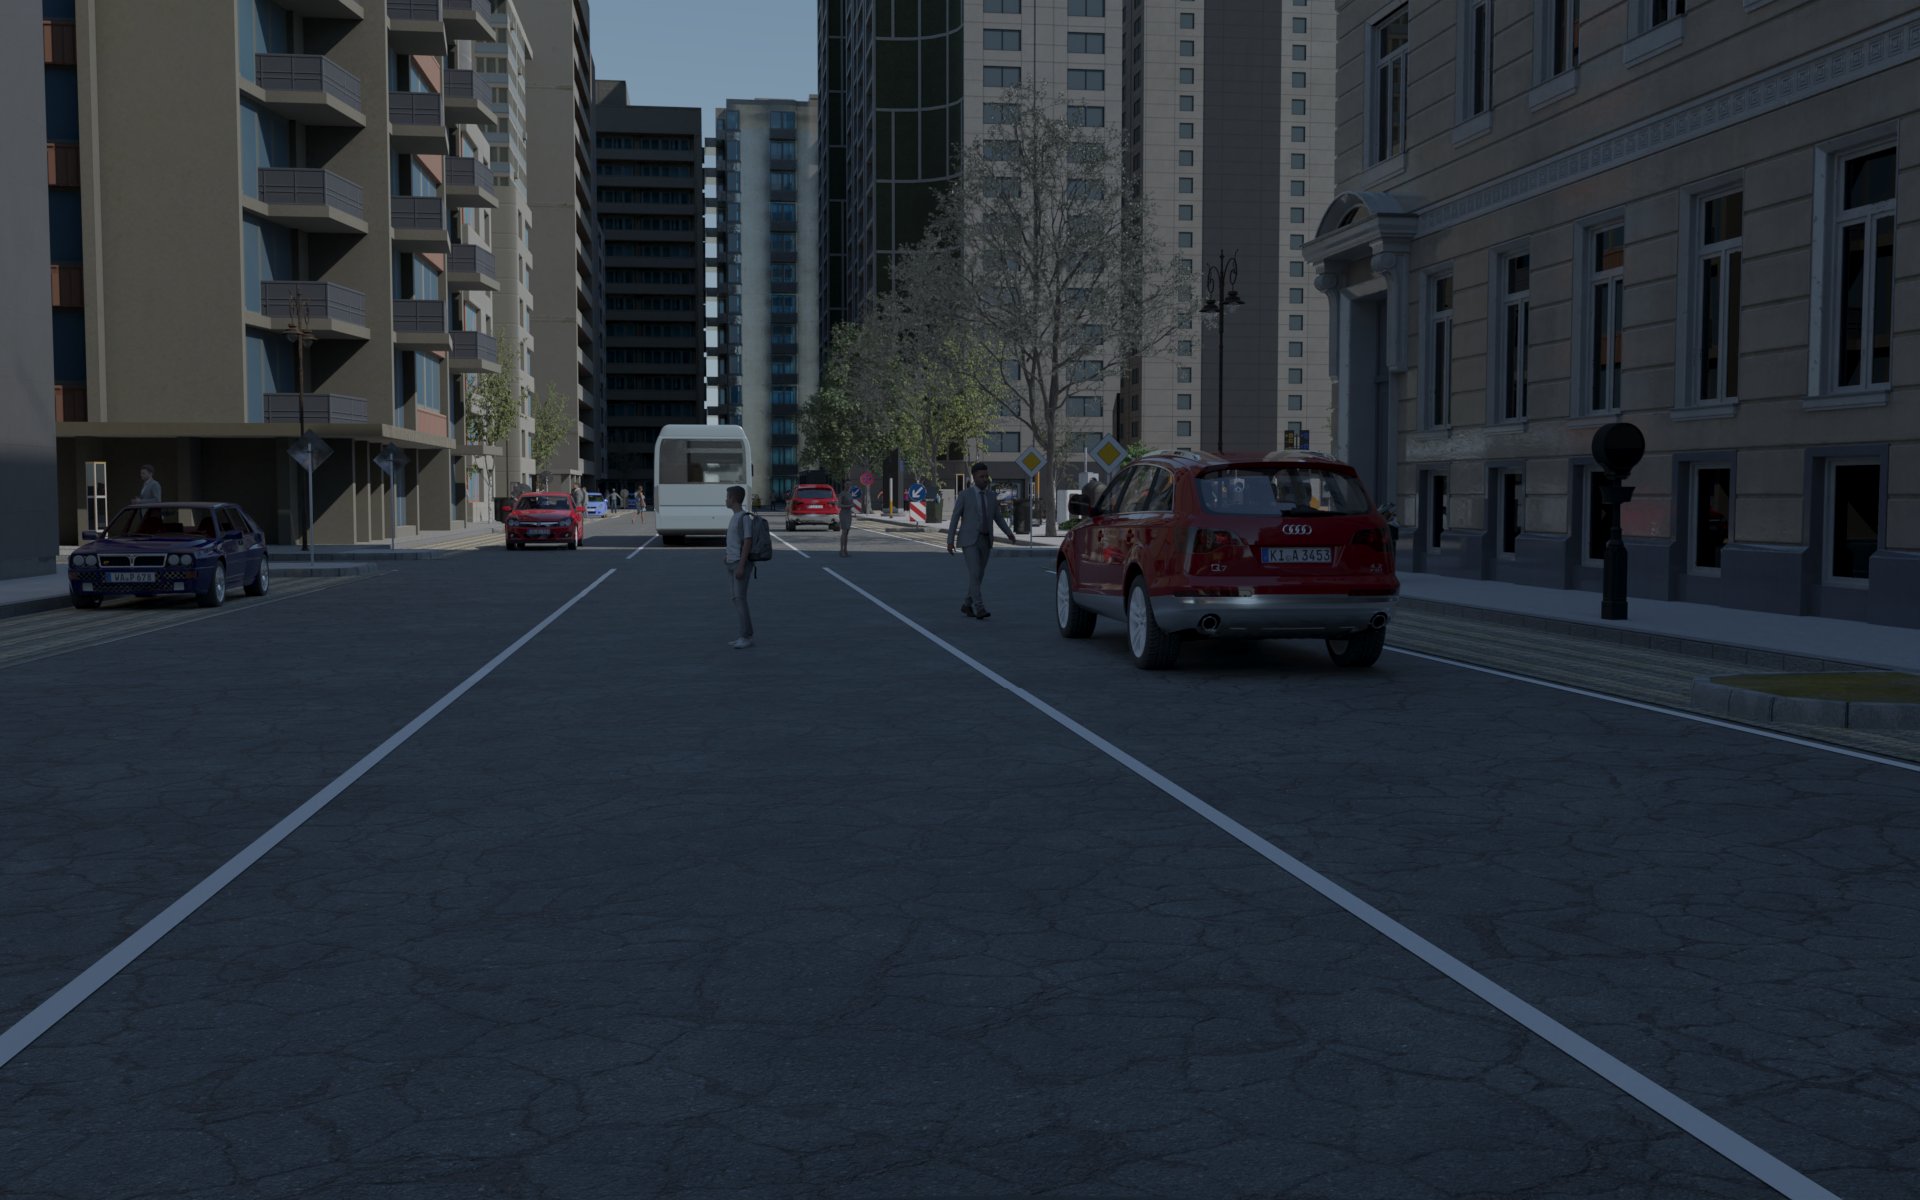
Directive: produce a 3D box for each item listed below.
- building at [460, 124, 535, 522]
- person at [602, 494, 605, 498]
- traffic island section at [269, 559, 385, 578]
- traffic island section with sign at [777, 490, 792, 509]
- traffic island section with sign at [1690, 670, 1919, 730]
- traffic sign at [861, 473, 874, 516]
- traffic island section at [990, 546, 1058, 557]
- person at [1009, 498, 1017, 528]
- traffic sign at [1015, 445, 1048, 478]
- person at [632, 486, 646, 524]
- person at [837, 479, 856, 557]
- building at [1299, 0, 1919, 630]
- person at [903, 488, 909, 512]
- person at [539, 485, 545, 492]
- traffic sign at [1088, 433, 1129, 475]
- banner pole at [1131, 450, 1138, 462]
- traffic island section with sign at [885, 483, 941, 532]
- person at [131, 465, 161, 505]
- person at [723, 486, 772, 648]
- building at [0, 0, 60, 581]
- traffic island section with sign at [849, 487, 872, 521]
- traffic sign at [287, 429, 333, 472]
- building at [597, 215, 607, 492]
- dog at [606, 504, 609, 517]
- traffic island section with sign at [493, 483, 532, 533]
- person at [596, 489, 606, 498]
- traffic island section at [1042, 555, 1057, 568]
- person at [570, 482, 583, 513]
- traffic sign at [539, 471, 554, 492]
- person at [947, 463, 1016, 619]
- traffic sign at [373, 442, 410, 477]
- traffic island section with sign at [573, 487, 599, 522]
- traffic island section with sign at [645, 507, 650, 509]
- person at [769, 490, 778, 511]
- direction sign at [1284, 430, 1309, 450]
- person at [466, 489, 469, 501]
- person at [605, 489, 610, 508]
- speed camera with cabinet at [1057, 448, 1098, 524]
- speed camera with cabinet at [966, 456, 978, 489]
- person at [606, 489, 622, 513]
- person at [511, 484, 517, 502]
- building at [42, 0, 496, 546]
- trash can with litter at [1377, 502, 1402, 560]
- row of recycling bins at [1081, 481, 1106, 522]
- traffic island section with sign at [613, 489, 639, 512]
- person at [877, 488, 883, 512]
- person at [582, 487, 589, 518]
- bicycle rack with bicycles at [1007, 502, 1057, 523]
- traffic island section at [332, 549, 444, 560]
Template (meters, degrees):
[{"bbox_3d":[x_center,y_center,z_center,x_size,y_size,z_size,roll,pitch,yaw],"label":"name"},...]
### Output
[{"bbox_3d":[-37.836,-14.995,90.207,27.650,21.520,28.899,-1,4,-8],"label":"building"},{"bbox_3d":[-40.070,-11.161,194.214,0.421,1.427,0.697,0,4,-5],"label":"person"},{"bbox_3d":[-11.621,-0.532,30.981,2.009,0.180,2.903,-1,4,-8],"label":"traffic island section"},{"bbox_3d":[-16.893,-9.846,169.612,1.989,1.847,2.006,-1,4,-8],"label":"traffic island section with sign"},{"bbox_3d":[5.996,-0.169,11.395,1.989,1.847,2.006,-1,4,-8],"label":"traffic island section with sign"},{"bbox_3d":[-5.497,-6.259,102.444,0.768,2.556,0.104,0,4,-5],"label":"traffic sign"},{"bbox_3d":[1.726,-1.143,40.968,2.009,0.180,2.903,-1,4,-8],"label":"traffic island section"},{"bbox_3d":[2.260,-3.335,66.061,0.738,1.151,1.012,3,4,38],"label":"person"},{"bbox_3d":[1.704,-2.366,40.882,0.795,2.593,0.064,-1,4,-8],"label":"traffic sign"},{"bbox_3d":[-15.455,-4.587,83.591,0.778,1.811,0.616,-3,5,-44],"label":"person"},{"bbox_3d":[-2.588,-1.885,39.659,0.374,1.781,0.599,2,4,29],"label":"person"},{"bbox_3d":[14.313,-14.479,22.642,13.634,28.700,20.117,-1,4,-8],"label":"building"},{"bbox_3d":[-3.966,-7.324,126.466,1.217,1.739,0.721,1,4,9],"label":"person"},{"bbox_3d":[-17.088,-3.799,70.793,0.419,1.800,0.721,-2,4,-24],"label":"person"},{"bbox_3d":[2.848,-1.883,32.979,0.795,2.593,0.064,-1,4,-8],"label":"traffic sign"},{"bbox_3d":[10.018,-6.677,99.182,0.401,3.779,0.863,-2,4,-27],"label":"banner pole"},{"bbox_3d":[-1.797,-3.467,65.315,1.989,1.847,2.006,-1,4,-8],"label":"traffic island section with sign"},{"bbox_3d":[-14.428,-1.493,30.653,0.606,1.804,0.583,3,5,40],"label":"person"},{"bbox_3d":[-2.054,-0.317,16.287,0.503,1.515,0.523,3,4,37],"label":"person"},{"bbox_3d":[-25.499,-13.853,19.996,24.014,27.812,14.314,-1,4,-8],"label":"building"},{"bbox_3d":[-5.774,-5.150,92.830,1.989,1.847,2.006,-1,4,-8],"label":"traffic island section with sign"},{"bbox_3d":[-11.599,-1.757,30.917,0.795,2.593,0.064,-1,4,-8],"label":"traffic sign"},{"bbox_3d":[-43.775,-24.888,178.625,14.107,30.474,14.160,-1,4,-8],"label":"building"},{"bbox_3d":[-22.641,-5.711,110.211,0.513,0.831,0.800,1,4,23],"label":"dog"},{"bbox_3d":[-16.022,-3.361,63.588,1.989,1.847,2.006,-1,4,-8],"label":"traffic island section with sign"},{"bbox_3d":[-30.277,-8.473,145.097,1.217,1.766,0.721,-1,4,-14],"label":"person"},{"bbox_3d":[2.870,-0.660,33.065,2.009,0.180,2.903,-1,4,-8],"label":"traffic island section"},{"bbox_3d":[-11.688,-2.690,52.665,0.473,1.802,0.592,1,4,9],"label":"person"},{"bbox_3d":[-22.480,-5.752,94.149,0.768,2.556,0.104,0,4,-2],"label":"traffic sign"},{"bbox_3d":[0.205,-0.685,19.969,0.678,1.792,0.850,-2,4,-31],"label":"person"},{"bbox_3d":[-12.743,-2.240,38.820,0.795,2.593,0.064,-1,4,-8],"label":"traffic sign"},{"bbox_3d":[-19.891,-4.993,90.265,1.989,1.847,2.006,-1,4,-8],"label":"traffic island section with sign"},{"bbox_3d":[-31.060,-9.717,167.507,1.989,1.847,2.006,-1,4,-8],"label":"traffic island section with sign"},{"bbox_3d":[-15.967,-8.549,148.814,0.617,1.759,0.750,1,4,22],"label":"person"},{"bbox_3d":[11.903,-4.238,61.296,0.876,3.537,0.379,1,4,19],"label":"direction sign"},{"bbox_3d":[-21.040,-4.121,73.261,0.795,1.843,0.661,3,5,41],"label":"person"},{"bbox_3d":[-31.980,-9.185,156.883,0.621,1.740,0.551,-2,4,-34],"label":"person"},{"bbox_3d":[4.984,-4.821,73.156,2.038,3.252,0.660,-3,5,-45],"label":"speed camera with cabinet"},{"bbox_3d":[0.350,-5.893,90.683,0.660,3.252,2.038,-2,4,-32],"label":"speed camera with cabinet"},{"bbox_3d":[-25.743,-7.349,128.736,1.350,1.814,0.705,0,4,2],"label":"person"},{"bbox_3d":[-21.651,-4.794,84.693,0.520,1.790,0.573,-2,4,-29],"label":"person"},{"bbox_3d":[-26.784,-24.420,53.894,22.147,44.769,28.867,-1,4,-8],"label":"building"},{"bbox_3d":[5.912,-0.858,25.417,1.055,1.170,0.624,0,4,7],"label":"trash can with litter"},{"bbox_3d":[5.560,-2.888,54.328,3.534,1.692,1.069,-1,4,-12],"label":"row of recycling bins"},{"bbox_3d":[-27.169,-8.075,140.648,1.989,1.847,2.006,-1,4,-8],"label":"traffic island section with sign"},{"bbox_3d":[-5.525,-7.271,125.650,1.217,1.743,0.721,-3,5,-42],"label":"person"},{"bbox_3d":[-20.633,-5.302,95.294,0.391,1.810,0.635,-2,4,-24],"label":"person"},{"bbox_3d":[3.561,-3.938,77.768,2.852,0.926,2.925,3,4,38],"label":"bicycle rack with bicycles"},{"bbox_3d":[-12.765,-1.015,38.884,2.009,0.180,2.903,-1,4,-8],"label":"traffic island section"}]
